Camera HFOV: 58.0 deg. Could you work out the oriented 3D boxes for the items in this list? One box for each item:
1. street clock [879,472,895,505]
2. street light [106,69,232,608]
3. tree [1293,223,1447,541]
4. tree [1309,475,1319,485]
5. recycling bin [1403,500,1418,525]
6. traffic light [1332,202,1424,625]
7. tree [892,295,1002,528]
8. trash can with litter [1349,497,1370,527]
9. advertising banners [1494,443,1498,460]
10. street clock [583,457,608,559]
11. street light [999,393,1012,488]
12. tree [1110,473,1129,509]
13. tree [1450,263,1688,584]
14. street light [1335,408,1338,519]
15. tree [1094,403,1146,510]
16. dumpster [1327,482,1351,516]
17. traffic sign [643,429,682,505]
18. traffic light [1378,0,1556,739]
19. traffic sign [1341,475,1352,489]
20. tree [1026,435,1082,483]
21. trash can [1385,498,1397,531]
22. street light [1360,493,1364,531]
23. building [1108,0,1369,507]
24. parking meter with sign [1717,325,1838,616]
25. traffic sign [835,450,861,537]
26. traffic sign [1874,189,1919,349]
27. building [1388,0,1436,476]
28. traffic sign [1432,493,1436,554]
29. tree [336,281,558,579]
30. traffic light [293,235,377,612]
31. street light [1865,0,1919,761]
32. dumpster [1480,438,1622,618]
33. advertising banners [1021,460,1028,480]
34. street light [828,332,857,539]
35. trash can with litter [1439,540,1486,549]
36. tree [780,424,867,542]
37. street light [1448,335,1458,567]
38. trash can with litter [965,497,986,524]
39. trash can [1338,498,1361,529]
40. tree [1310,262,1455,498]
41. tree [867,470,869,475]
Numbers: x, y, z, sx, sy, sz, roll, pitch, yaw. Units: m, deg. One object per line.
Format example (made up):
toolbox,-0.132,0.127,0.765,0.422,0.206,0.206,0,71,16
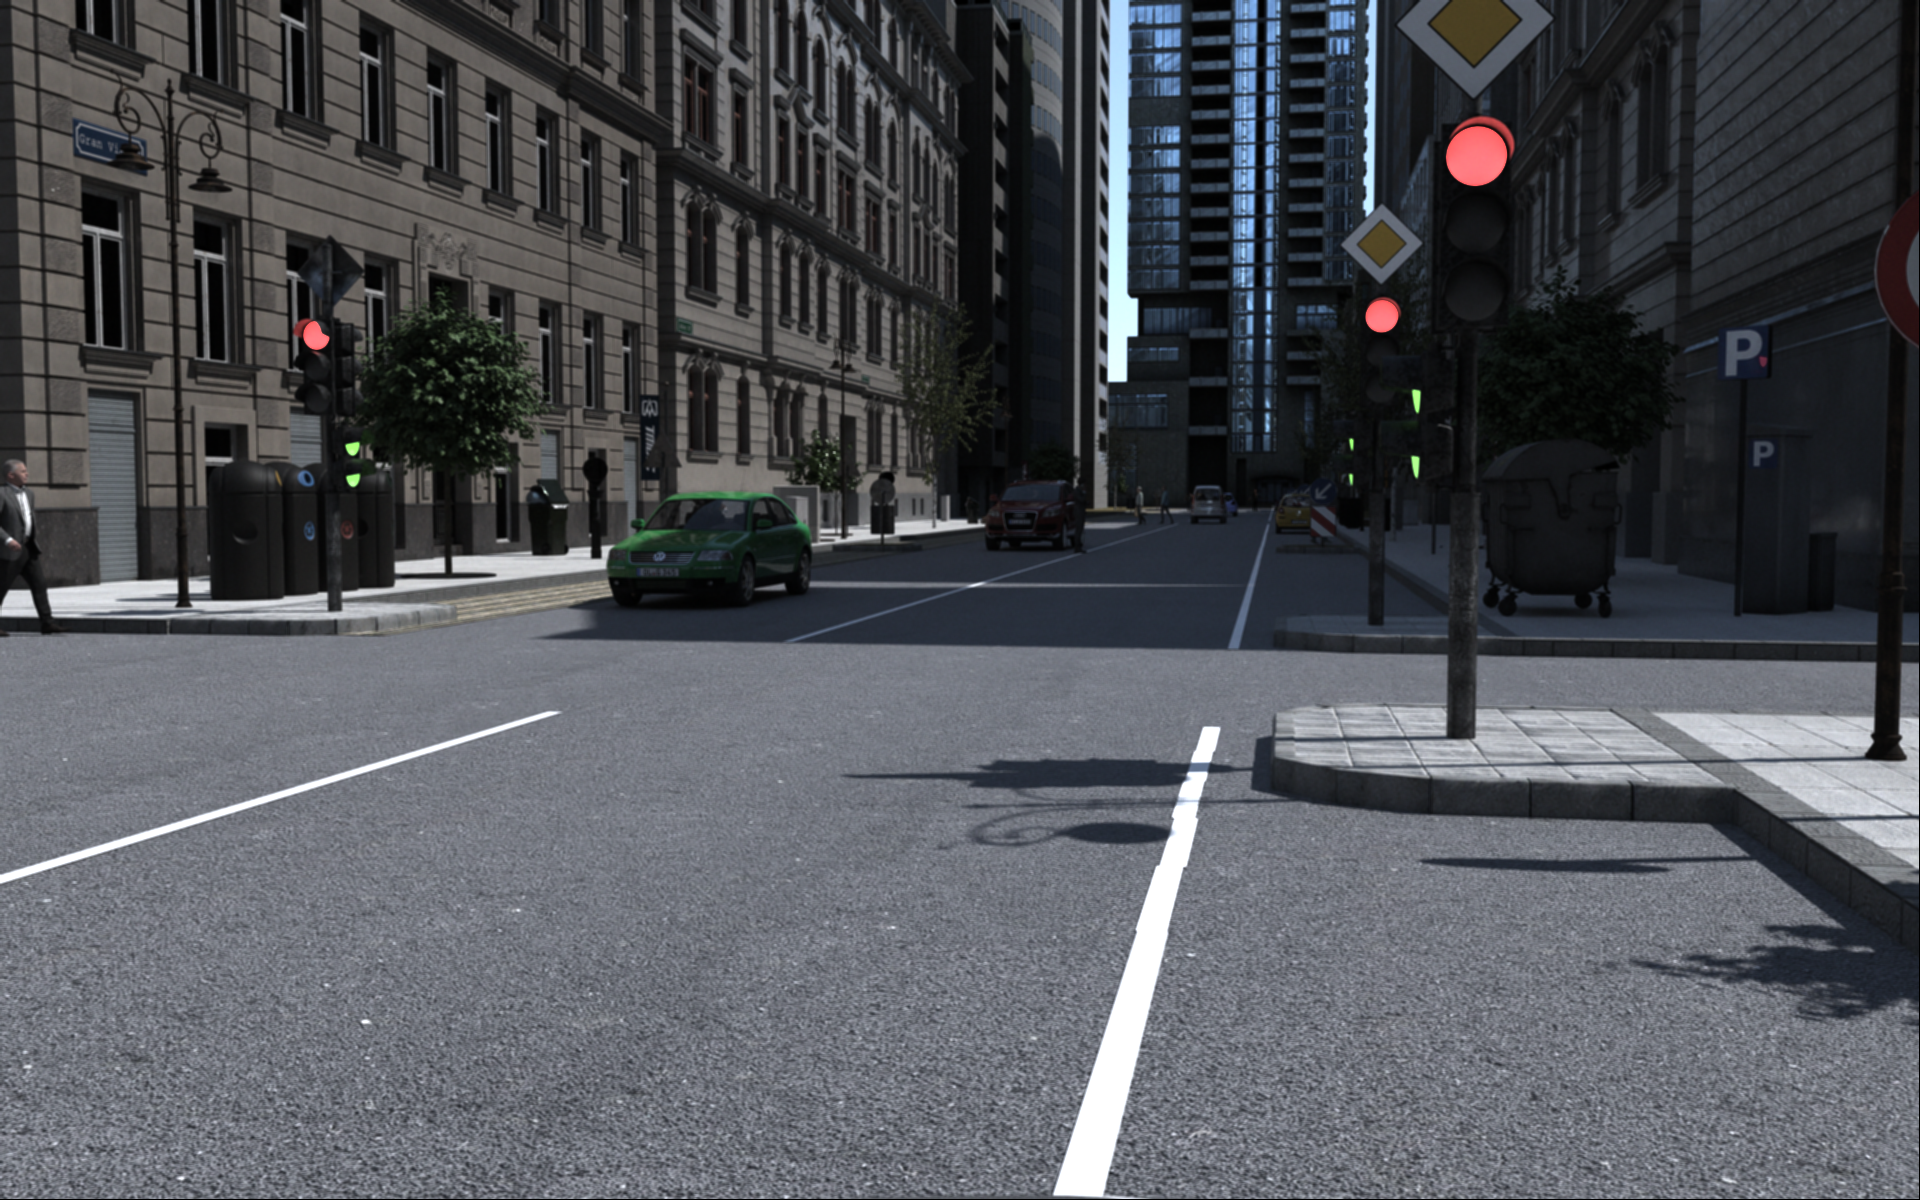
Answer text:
street clock,-2.359,-3.130,55.753,0.471,2.002,0.358,-2,4,-29
street light,-8.795,-2.854,19.444,0.468,5.910,1.993,1,4,10
tree,11.707,-5.927,47.270,4.737,8.622,4.395,0,3,0
tree,32.247,-10.015,158.354,1.663,3.219,1.824,0,3,0
recycling bin,18.357,-3.577,71.045,0.722,1.027,0.722,0,4,0
traffic light,4.059,-1.709,16.868,0.839,4.253,0.868,1,4,10
tree,-0.759,-7.020,65.133,4.737,8.622,4.395,0,3,0
trash can with litter,15.782,-3.489,68.440,1.055,1.170,0.624,1,4,14
advertising banners,11.914,-2.565,38.124,0.090,3.025,2.074,1,4,9
street clock,-7.223,-1.821,34.338,0.471,2.002,0.358,-1,4,-18
street light,2.107,-6.500,79.068,0.468,5.910,1.993,1,4,10
tree,13.549,-9.195,144.938,1.663,3.219,1.824,0,3,0
tree,8.562,-2.517,24.860,4.285,4.588,4.351,0,3,0
street light,19.400,-7.124,89.272,0.468,5.910,1.993,1,4,10
tree,12.664,-11.574,139.596,4.360,8.622,3.978,0,3,0
dumpster,18.480,-4.832,84.757,1.264,1.857,1.865,1,4,10
traffic sign,-5.983,-2.125,34.754,0.884,2.594,0.081,1,4,20
traffic light,2.622,-1.229,9.013,0.839,4.253,0.868,1,4,10
traffic sign,20.027,-5.353,89.653,0.606,2.300,0.079,1,4,11
tree,5.003,-6.833,95.439,4.285,4.588,4.351,0,3,0
trash can,14.727,-2.956,59.976,0.748,1.137,0.748,0,3,0
street light,13.922,-5.322,59.800,0.468,5.910,1.993,1,4,10
building,30.247,-53.416,186.028,31.000,86.520,22.319,1,4,10
parking meter with sign,8.820,-1.366,18.600,1.738,3.016,0.543,-3,4,-38
traffic sign,-3.359,-3.139,51.330,0.884,2.594,0.081,1,4,14
traffic sign,3.990,-0.411,6.820,0.768,2.556,0.104,1,4,18
building,31.524,-27.260,95.810,14.600,45.320,14.200,1,4,10
traffic sign,10.110,-2.250,36.901,0.768,2.556,0.104,1,4,11
tree,-7.855,-2.631,26.735,4.285,4.588,4.351,0,3,0
traffic light,-6.825,-1.830,18.836,0.839,4.253,0.868,1,4,10
street light,4.493,-2.167,8.226,0.468,5.910,1.993,1,4,10
dumpster,6.374,-0.793,18.724,1.264,1.857,1.865,1,4,10
advertising banners,3.896,-5.717,89.659,2.074,3.025,0.090,-3,5,-40
street light,-3.340,-4.690,49.477,0.468,5.910,1.993,1,4,10
trash can with litter,12.261,-1.839,41.120,1.678,1.210,2.233,1,4,16
tree,-3.830,-3.210,47.088,1.663,3.219,1.824,0,3,0
street light,8.679,-3.517,30.286,0.468,5.910,1.993,1,4,10
trash can with litter,0.777,-3.875,74.751,1.055,1.170,0.624,-1,4,-10
trash can,14.635,-3.230,64.462,0.748,1.137,0.748,0,3,0
tree,13.281,-6.387,54.788,4.360,8.622,3.978,0,3,0
tree,-3.848,-3.600,53.469,1.663,3.219,1.824,0,3,0
